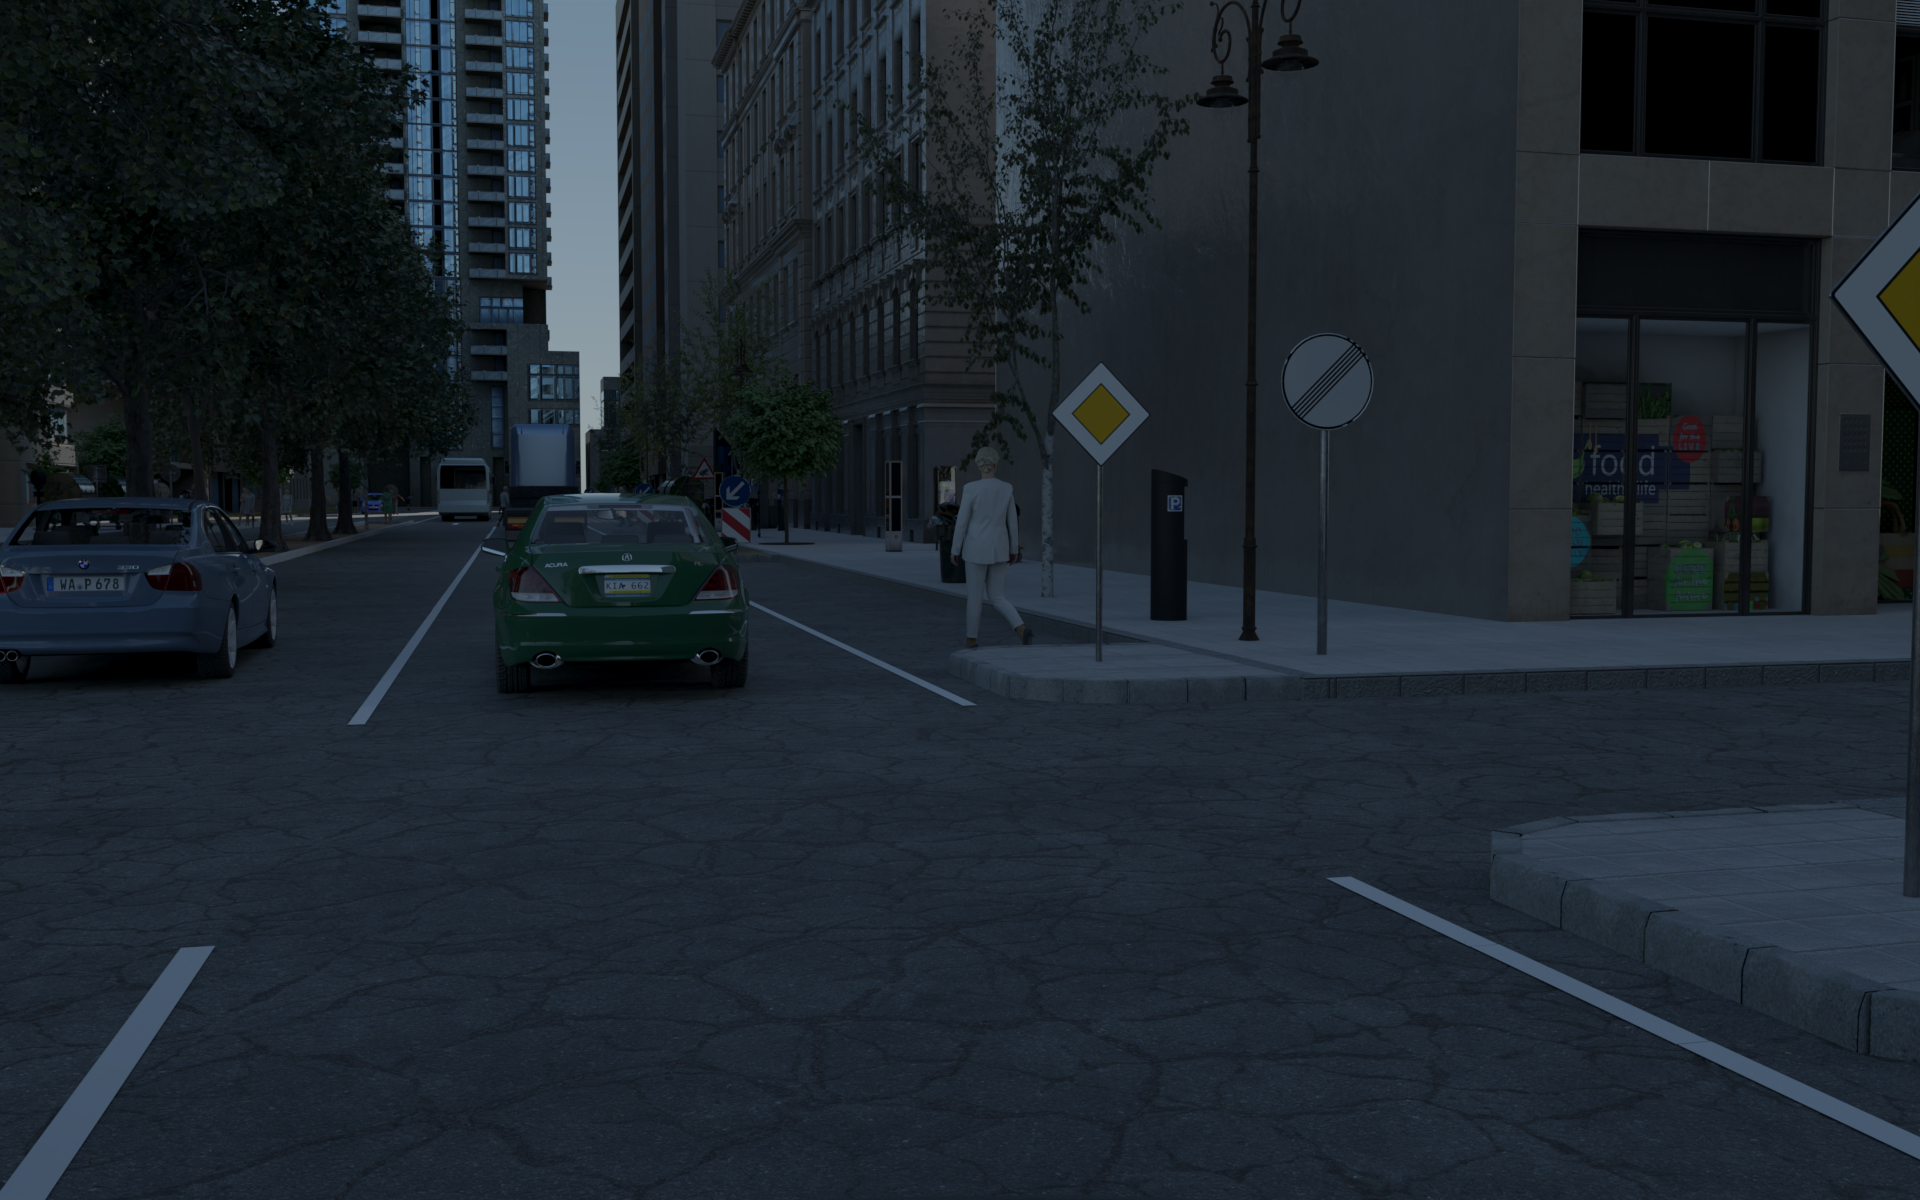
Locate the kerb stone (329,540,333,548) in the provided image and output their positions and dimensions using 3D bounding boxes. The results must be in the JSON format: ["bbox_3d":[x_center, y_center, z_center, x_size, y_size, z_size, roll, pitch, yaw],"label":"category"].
[{"bbox_3d":[-16.767,-1.444,45.814,0.120,0.150,1.000,-1,4,-14],"label":"kerb stone"}]

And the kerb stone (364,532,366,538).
[{"bbox_3d":[-19.294,-2.052,55.739,0.120,0.150,1.000,-1,4,-14],"label":"kerb stone"}]

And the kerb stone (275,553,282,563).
[{"bbox_3d":[-14.227,-0.830,35.879,0.120,0.150,1.000,-1,4,-14],"label":"kerb stone"}]

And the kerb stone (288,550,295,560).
[{"bbox_3d":[-14.727,-0.958,37.866,0.120,0.150,1.000,-1,4,-14],"label":"kerb stone"}]

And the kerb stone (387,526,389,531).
[{"bbox_3d":[-21.832,-2.659,65.679,0.120,0.150,1.000,-1,4,-14],"label":"kerb stone"}]

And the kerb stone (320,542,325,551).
[{"bbox_3d":[-16.248,-1.322,43.836,0.120,0.150,1.000,-1,4,-14],"label":"kerb stone"}]

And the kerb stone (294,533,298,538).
[{"bbox_3d":[-21.347,-2.020,55.285,0.120,0.150,1.000,-1,4,-14],"label":"kerb stone"}]

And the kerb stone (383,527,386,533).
[{"bbox_3d":[-21.322,-2.535,63.699,0.120,0.150,1.000,-1,4,-14],"label":"kerb stone"}]

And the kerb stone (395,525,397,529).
[{"bbox_3d":[-22.847,-2.894,69.661,0.120,0.150,1.000,-1,4,-14],"label":"kerb stone"}]

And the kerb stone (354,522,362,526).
[{"bbox_3d":[-27.179,-3.420,78.126,0.120,0.150,1.000,-1,4,-14],"label":"kerb stone"}]

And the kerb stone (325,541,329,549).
[{"bbox_3d":[-16.512,-1.381,44.824,0.120,0.150,1.000,-1,4,-14],"label":"kerb stone"}]

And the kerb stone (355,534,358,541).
[{"bbox_3d":[-18.532,-1.870,52.764,0.120,0.150,1.000,-1,4,-14],"label":"kerb stone"}]

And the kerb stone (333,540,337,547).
[{"bbox_3d":[-17.018,-1.505,46.807,0.120,0.150,1.000,-1,4,-14],"label":"kerb stone"}]

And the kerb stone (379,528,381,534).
[{"bbox_3d":[-20.818,-2.417,61.717,0.120,0.150,1.000,-1,4,-14],"label":"kerb stone"}]

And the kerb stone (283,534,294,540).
[{"bbox_3d":[-21.086,-1.963,54.290,0.120,0.150,1.000,-1,4,-14],"label":"kerb stone"}]

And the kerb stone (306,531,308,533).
[{"bbox_3d":[-22.104,-2.206,58.265,0.120,0.150,1.000,-1,4,-14],"label":"kerb stone"}]

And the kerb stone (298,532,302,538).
[{"bbox_3d":[-21.595,-2.078,56.277,0.120,0.150,1.000,-1,4,-14],"label":"kerb stone"}]

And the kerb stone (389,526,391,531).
[{"bbox_3d":[-22.084,-2.720,66.671,0.120,0.150,1.000,-1,4,-14],"label":"kerb stone"}]

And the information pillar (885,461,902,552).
[{"bbox_3d":[-1.470,-2.075,38.415,0.304,2.012,0.304,-2,4,-23],"label":"information pillar"}]

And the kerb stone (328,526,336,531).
[{"bbox_3d":[-24.383,-2.753,67.199,0.120,0.150,1.000,-1,4,-14],"label":"kerb stone"}]

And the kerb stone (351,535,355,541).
[{"bbox_3d":[-18.277,-1.809,51.773,0.120,0.150,1.000,-1,4,-14],"label":"kerb stone"}]

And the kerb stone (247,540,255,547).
[{"bbox_3d":[-19.318,-1.532,47.312,0.120,0.150,1.000,-1,4,-14],"label":"kerb stone"}]

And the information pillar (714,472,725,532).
[{"bbox_3d":[-8.146,-3.319,58.753,0.304,2.012,0.304,0,4,6],"label":"information pillar"}]

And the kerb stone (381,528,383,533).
[{"bbox_3d":[-21.074,-2.478,62.707,0.120,0.150,1.000,-1,4,-14],"label":"kerb stone"}]

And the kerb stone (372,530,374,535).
[{"bbox_3d":[-20.054,-2.235,58.736,0.120,0.150,1.000,-1,4,-14],"label":"kerb stone"}]

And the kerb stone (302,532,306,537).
[{"bbox_3d":[-21.852,-2.145,57.274,0.120,0.150,1.000,-1,4,-14],"label":"kerb stone"}]

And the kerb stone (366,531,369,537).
[{"bbox_3d":[-19.551,-2.112,56.742,0.120,0.150,1.000,-1,4,-14],"label":"kerb stone"}]

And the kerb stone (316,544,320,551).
[{"bbox_3d":[-16.002,-1.261,42.835,0.120,0.150,1.000,-1,4,-14],"label":"kerb stone"}]

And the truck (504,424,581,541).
[{"bbox_3d":[-14.704,-4.369,61.199,2.967,4.110,18.799,-1,4,-14],"label":"truck"}]

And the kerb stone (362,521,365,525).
[{"bbox_3d":[-27.425,-3.482,79.122,0.120,0.150,1.000,-1,4,-14],"label":"kerb stone"}]

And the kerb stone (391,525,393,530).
[{"bbox_3d":[-22.332,-2.781,67.663,0.120,0.150,1.000,-1,4,-14],"label":"kerb stone"}]

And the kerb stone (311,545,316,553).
[{"bbox_3d":[-15.744,-1.202,41.845,0.120,0.150,1.000,-1,4,-14],"label":"kerb stone"}]

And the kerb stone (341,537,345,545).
[{"bbox_3d":[-17.513,-1.625,48.802,0.120,0.150,1.000,-1,4,-14],"label":"kerb stone"}]

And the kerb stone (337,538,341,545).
[{"bbox_3d":[-17.273,-1.567,47.808,0.120,0.150,1.000,-1,4,-14],"label":"kerb stone"}]

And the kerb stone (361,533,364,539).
[{"bbox_3d":[-19.036,-1.991,54.750,0.120,0.150,1.000,-1,4,-14],"label":"kerb stone"}]

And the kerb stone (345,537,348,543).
[{"bbox_3d":[-17.773,-1.688,49.791,0.120,0.150,1.000,-1,4,-14],"label":"kerb stone"}]

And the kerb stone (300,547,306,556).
[{"bbox_3d":[-15.238,-1.080,39.857,0.120,0.150,1.000,-1,4,-14],"label":"kerb stone"}]

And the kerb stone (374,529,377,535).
[{"bbox_3d":[-20.309,-2.296,59.734,0.120,0.150,1.000,-1,4,-14],"label":"kerb stone"}]

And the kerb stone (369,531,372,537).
[{"bbox_3d":[-19.806,-2.174,57.743,0.120,0.150,1.000,-1,4,-14],"label":"kerb stone"}]

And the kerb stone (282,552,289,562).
[{"bbox_3d":[-14.474,-0.898,36.872,0.120,0.150,1.000,-1,4,-14],"label":"kerb stone"}]

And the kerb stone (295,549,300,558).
[{"bbox_3d":[-14.987,-1.019,38.861,0.120,0.150,1.000,-1,4,-14],"label":"kerb stone"}]

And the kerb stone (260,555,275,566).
[{"bbox_3d":[-13.975,-0.772,34.882,0.120,0.150,1.000,-1,4,-14],"label":"kerb stone"}]

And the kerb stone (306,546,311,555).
[{"bbox_3d":[-15.500,-1.141,40.845,0.120,0.150,1.000,-1,4,-14],"label":"kerb stone"}]

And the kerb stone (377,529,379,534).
[{"bbox_3d":[-20.565,-2.357,60.726,0.120,0.150,1.000,-1,4,-14],"label":"kerb stone"}]

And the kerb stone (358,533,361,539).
[{"bbox_3d":[-18.787,-1.930,53.758,0.120,0.150,1.000,-1,4,-14],"label":"kerb stone"}]

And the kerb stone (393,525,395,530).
[{"bbox_3d":[-22.595,-2.842,68.658,0.120,0.150,1.000,-1,4,-14],"label":"kerb stone"}]

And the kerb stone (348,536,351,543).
[{"bbox_3d":[-18.031,-1.748,50.781,0.120,0.150,1.000,-1,4,-14],"label":"kerb stone"}]
